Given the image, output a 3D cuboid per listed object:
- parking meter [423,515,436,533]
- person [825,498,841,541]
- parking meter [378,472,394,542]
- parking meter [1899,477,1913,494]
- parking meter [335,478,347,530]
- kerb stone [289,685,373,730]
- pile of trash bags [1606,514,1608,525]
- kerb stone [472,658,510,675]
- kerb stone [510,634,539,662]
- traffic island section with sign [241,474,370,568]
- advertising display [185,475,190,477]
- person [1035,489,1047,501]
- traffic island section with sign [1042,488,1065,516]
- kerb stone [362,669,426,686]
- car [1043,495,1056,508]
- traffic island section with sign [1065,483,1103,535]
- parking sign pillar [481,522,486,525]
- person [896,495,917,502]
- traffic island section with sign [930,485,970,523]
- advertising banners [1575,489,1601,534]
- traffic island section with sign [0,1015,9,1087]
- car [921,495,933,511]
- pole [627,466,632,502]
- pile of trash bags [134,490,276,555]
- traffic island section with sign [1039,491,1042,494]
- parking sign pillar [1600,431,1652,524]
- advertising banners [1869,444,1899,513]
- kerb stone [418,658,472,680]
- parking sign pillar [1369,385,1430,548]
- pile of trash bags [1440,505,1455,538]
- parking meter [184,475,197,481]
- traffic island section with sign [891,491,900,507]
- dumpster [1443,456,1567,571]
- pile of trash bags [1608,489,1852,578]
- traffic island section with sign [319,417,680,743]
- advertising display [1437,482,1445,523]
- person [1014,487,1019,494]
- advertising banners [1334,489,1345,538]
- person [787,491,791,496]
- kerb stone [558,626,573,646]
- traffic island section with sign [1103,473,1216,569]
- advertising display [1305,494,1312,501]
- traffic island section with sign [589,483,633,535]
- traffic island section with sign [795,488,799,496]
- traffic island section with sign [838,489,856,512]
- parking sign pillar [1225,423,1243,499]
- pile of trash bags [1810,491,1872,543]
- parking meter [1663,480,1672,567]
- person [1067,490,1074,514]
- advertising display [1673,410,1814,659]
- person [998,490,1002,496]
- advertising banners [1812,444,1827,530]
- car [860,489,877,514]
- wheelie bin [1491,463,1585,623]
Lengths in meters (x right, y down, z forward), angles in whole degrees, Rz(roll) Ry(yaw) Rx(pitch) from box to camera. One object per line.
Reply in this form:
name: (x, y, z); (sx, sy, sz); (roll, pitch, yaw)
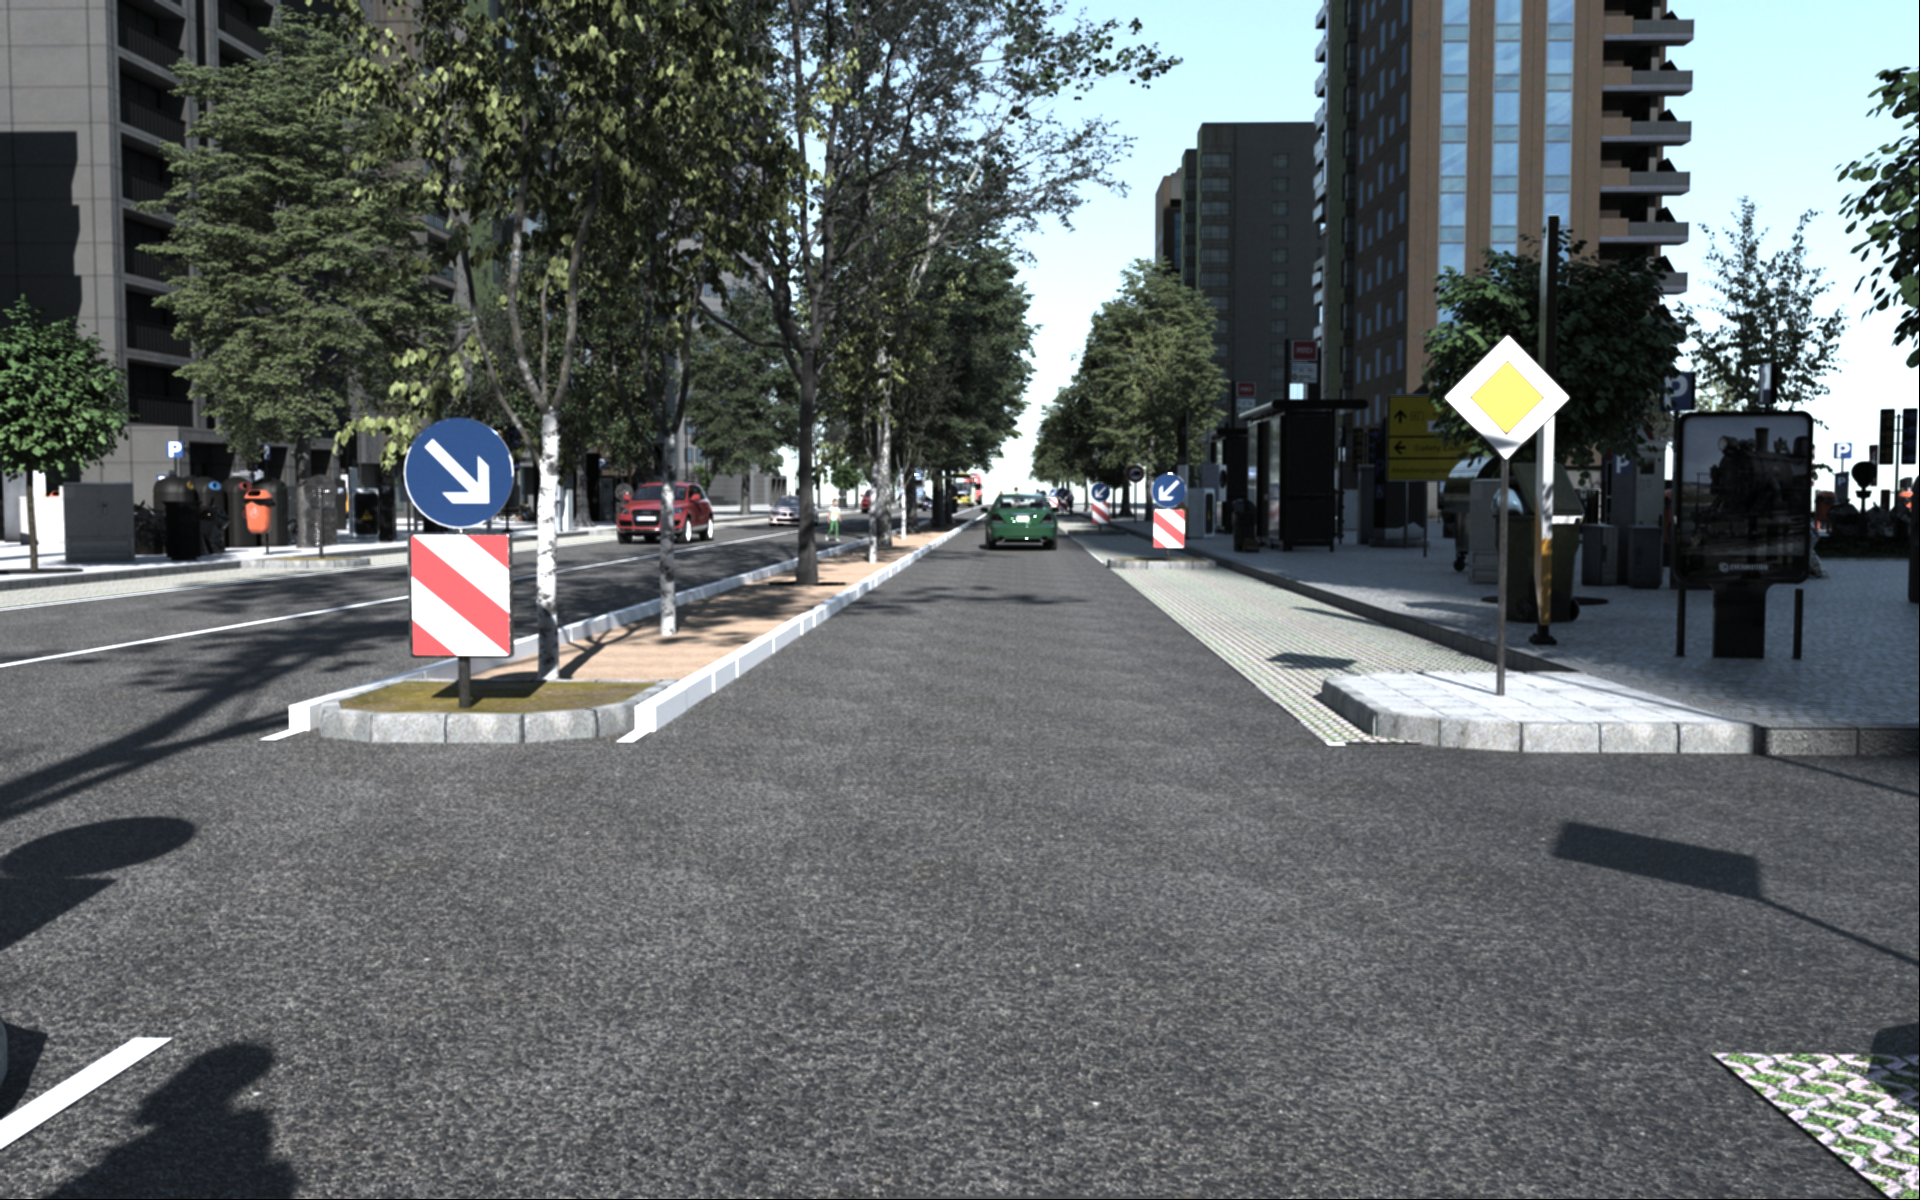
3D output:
parking meter: (-16.527, -2.784, 53.923); (0.372, 1.533, 0.369); (0, 3, 0)
person: (-3.840, -2.428, 52.448); (0.590, 1.304, 0.306); (3, 5, 45)
parking meter: (-15.462, -2.507, 46.693); (0.399, 1.863, 0.255); (-1, 4, -21)
parking meter: (32.360, -3.278, 59.301); (0.399, 1.863, 0.255); (-2, 4, -27)
parking meter: (-22.088, -3.433, 61.833); (0.399, 1.863, 0.255); (-1, 4, -17)
kerb stone: (-3.989, 0.685, 10.997); (0.120, 0.150, 1.000); (0, 4, 2)
pile of trash bags: (13.680, -1.392, 32.510); (1.912, 1.369, 3.447); (-2, 4, -32)
kerb stone: (-3.888, 0.498, 14.082); (0.120, 0.150, 1.000); (0, 4, 2)
kerb stone: (-3.855, 0.434, 15.104); (0.120, 0.150, 1.000); (0, 4, 2)
traffic island section with sign: (-12.779, -1.558, 34.102); (1.989, 1.847, 2.006); (0, 4, 2)
advertising display: (-26.730, -3.360, 60.148); (0.123, 1.923, 0.974); (-2, 4, -34)
person: (5.413, -6.864, 120.808); (1.350, 1.814, 0.705); (0, 4, 1)
traffic island section with sign: (6.438, -6.258, 110.938); (1.989, 1.847, 2.006); (0, 4, 2)
kerb stone: (-3.953, 0.622, 12.022); (0.120, 0.150, 1.000); (0, 4, 2)
car: (8.725, -9.751, 172.002); (1.945, 1.354, 3.894); (0, 4, 3)
traffic island section with sign: (4.796, -3.196, 60.881); (1.989, 1.847, 2.006); (0, 4, 2)
parking sign pillar: (-20.794, -5.181, 73.180); (1.447, 3.967, 1.447); (3, 5, 39)
person: (-3.204, -5.772, 102.891); (1.348, 1.821, 0.705); (1, 4, 16)
traffic island section with sign: (-0.466, -4.763, 86.012); (2.006, 1.907, 1.989); (0, 4, 2)
advertising banners: (18.825, -3.479, 53.063); (2.074, 3.025, 0.090); (-1, 4, -22)
traffic island section with sign: (-3.198, 0.283, 3.512); (2.006, 1.907, 1.989); (0, 4, 2)
car: (-2.302, -8.244, 147.368); (1.945, 1.354, 3.894); (0, 4, 2)
pole: (-14.602, -5.059, 76.565); (0.158, 3.312, 0.155); (0, 3, 0)
pile of trash bags: (-16.111, -1.652, 36.767); (3.447, 1.369, 1.912); (1, 4, 12)
traffic island section with sign: (7.339, -7.905, 137.878); (1.989, 1.847, 2.006); (0, 4, 2)
parking sign pillar: (19.417, -3.793, 50.486); (1.447, 3.967, 1.447); (3, 4, 38)
advertising banners: (32.383, -3.937, 60.556); (0.090, 3.025, 2.074); (0, 4, -5)
kerb stone: (-3.916, 0.560, 13.051); (0.120, 0.150, 1.000); (0, 4, 2)
parking sign pillar: (10.702, -3.278, 42.070); (1.447, 3.967, 1.447); (-2, 4, -28)
pile of trash bags: (15.113, -2.532, 51.149); (1.912, 1.369, 3.447); (0, 4, -5)
parking meter: (-23.729, -2.915, 53.365); (0.399, 1.863, 0.255); (1, 4, 22)
traffic island section with sign: (-7.519, -11.287, 193.176); (1.989, 1.847, 2.006); (0, 4, 2)
dumpster: (8.780, -1.556, 27.941); (1.502, 2.255, 1.985); (0, 4, 2)
pile of trash bags: (12.182, -1.096, 27.667); (1.912, 1.369, 3.447); (-1, 4, -9)
traffic island section with sign: (-2.943, -0.170, 10.915); (2.006, 1.907, 1.989); (0, 4, 2)
advertising display: (21.603, -4.369, 76.645); (0.974, 1.923, 0.123); (-1, 4, -10)
person: (2.710, -4.587, 83.841); (0.374, 1.781, 0.599); (1, 4, 17)
advertising banners: (10.988, -3.350, 50.955); (0.090, 3.025, 2.074); (0, 4, -3)
person: (-16.426, -9.585, 165.748); (0.750, 1.759, 0.617); (1, 4, 22)
kerb stone: (-3.815, 0.374, 16.126); (0.120, 0.150, 1.000); (0, 4, 2)
traffic island section with sign: (3.891, -1.535, 33.729); (1.989, 1.847, 2.006); (0, 4, 2)
advertising display: (11.925, -3.304, 59.231); (0.123, 1.923, 0.974); (0, 4, 5)
traffic island section with sign: (-11.897, -3.206, 61.043); (1.989, 1.847, 2.006); (0, 4, 2)
traffic island section with sign: (-10.229, -6.259, 110.967); (1.989, 1.847, 2.006); (0, 4, 2)
traffic island section with sign: (-9.341, -7.910, 137.955); (1.989, 1.847, 2.006); (0, 4, 2)
parking sign pillar: (10.468, -4.756, 66.229); (1.447, 3.967, 1.447); (1, 4, 22)
pile of trash bags: (25.417, -2.404, 49.051); (1.912, 1.369, 3.447); (-1, 4, -10)
parking meter: (12.476, -1.362, 30.673); (0.372, 1.533, 0.369); (0, 3, 0)
person: (7.148, -6.335, 113.023); (0.756, 1.711, 0.436); (-3, 5, -44)
advertising display: (6.108, -0.509, 13.542); (0.974, 1.923, 0.123); (1, 4, 15)
person: (4.404, -10.729, 183.851); (1.348, 1.831, 0.705); (-3, 5, -44)
advertising banners: (30.438, -3.989, 61.404); (0.090, 3.025, 2.074); (3, 5, 43)
car: (-6.245, -7.357, 128.953); (2.281, 1.827, 5.304); (0, 4, 0)
wheelie bin: (5.796, -0.587, 17.500); (0.980, 1.594, 0.693); (-1, 4, -22)
